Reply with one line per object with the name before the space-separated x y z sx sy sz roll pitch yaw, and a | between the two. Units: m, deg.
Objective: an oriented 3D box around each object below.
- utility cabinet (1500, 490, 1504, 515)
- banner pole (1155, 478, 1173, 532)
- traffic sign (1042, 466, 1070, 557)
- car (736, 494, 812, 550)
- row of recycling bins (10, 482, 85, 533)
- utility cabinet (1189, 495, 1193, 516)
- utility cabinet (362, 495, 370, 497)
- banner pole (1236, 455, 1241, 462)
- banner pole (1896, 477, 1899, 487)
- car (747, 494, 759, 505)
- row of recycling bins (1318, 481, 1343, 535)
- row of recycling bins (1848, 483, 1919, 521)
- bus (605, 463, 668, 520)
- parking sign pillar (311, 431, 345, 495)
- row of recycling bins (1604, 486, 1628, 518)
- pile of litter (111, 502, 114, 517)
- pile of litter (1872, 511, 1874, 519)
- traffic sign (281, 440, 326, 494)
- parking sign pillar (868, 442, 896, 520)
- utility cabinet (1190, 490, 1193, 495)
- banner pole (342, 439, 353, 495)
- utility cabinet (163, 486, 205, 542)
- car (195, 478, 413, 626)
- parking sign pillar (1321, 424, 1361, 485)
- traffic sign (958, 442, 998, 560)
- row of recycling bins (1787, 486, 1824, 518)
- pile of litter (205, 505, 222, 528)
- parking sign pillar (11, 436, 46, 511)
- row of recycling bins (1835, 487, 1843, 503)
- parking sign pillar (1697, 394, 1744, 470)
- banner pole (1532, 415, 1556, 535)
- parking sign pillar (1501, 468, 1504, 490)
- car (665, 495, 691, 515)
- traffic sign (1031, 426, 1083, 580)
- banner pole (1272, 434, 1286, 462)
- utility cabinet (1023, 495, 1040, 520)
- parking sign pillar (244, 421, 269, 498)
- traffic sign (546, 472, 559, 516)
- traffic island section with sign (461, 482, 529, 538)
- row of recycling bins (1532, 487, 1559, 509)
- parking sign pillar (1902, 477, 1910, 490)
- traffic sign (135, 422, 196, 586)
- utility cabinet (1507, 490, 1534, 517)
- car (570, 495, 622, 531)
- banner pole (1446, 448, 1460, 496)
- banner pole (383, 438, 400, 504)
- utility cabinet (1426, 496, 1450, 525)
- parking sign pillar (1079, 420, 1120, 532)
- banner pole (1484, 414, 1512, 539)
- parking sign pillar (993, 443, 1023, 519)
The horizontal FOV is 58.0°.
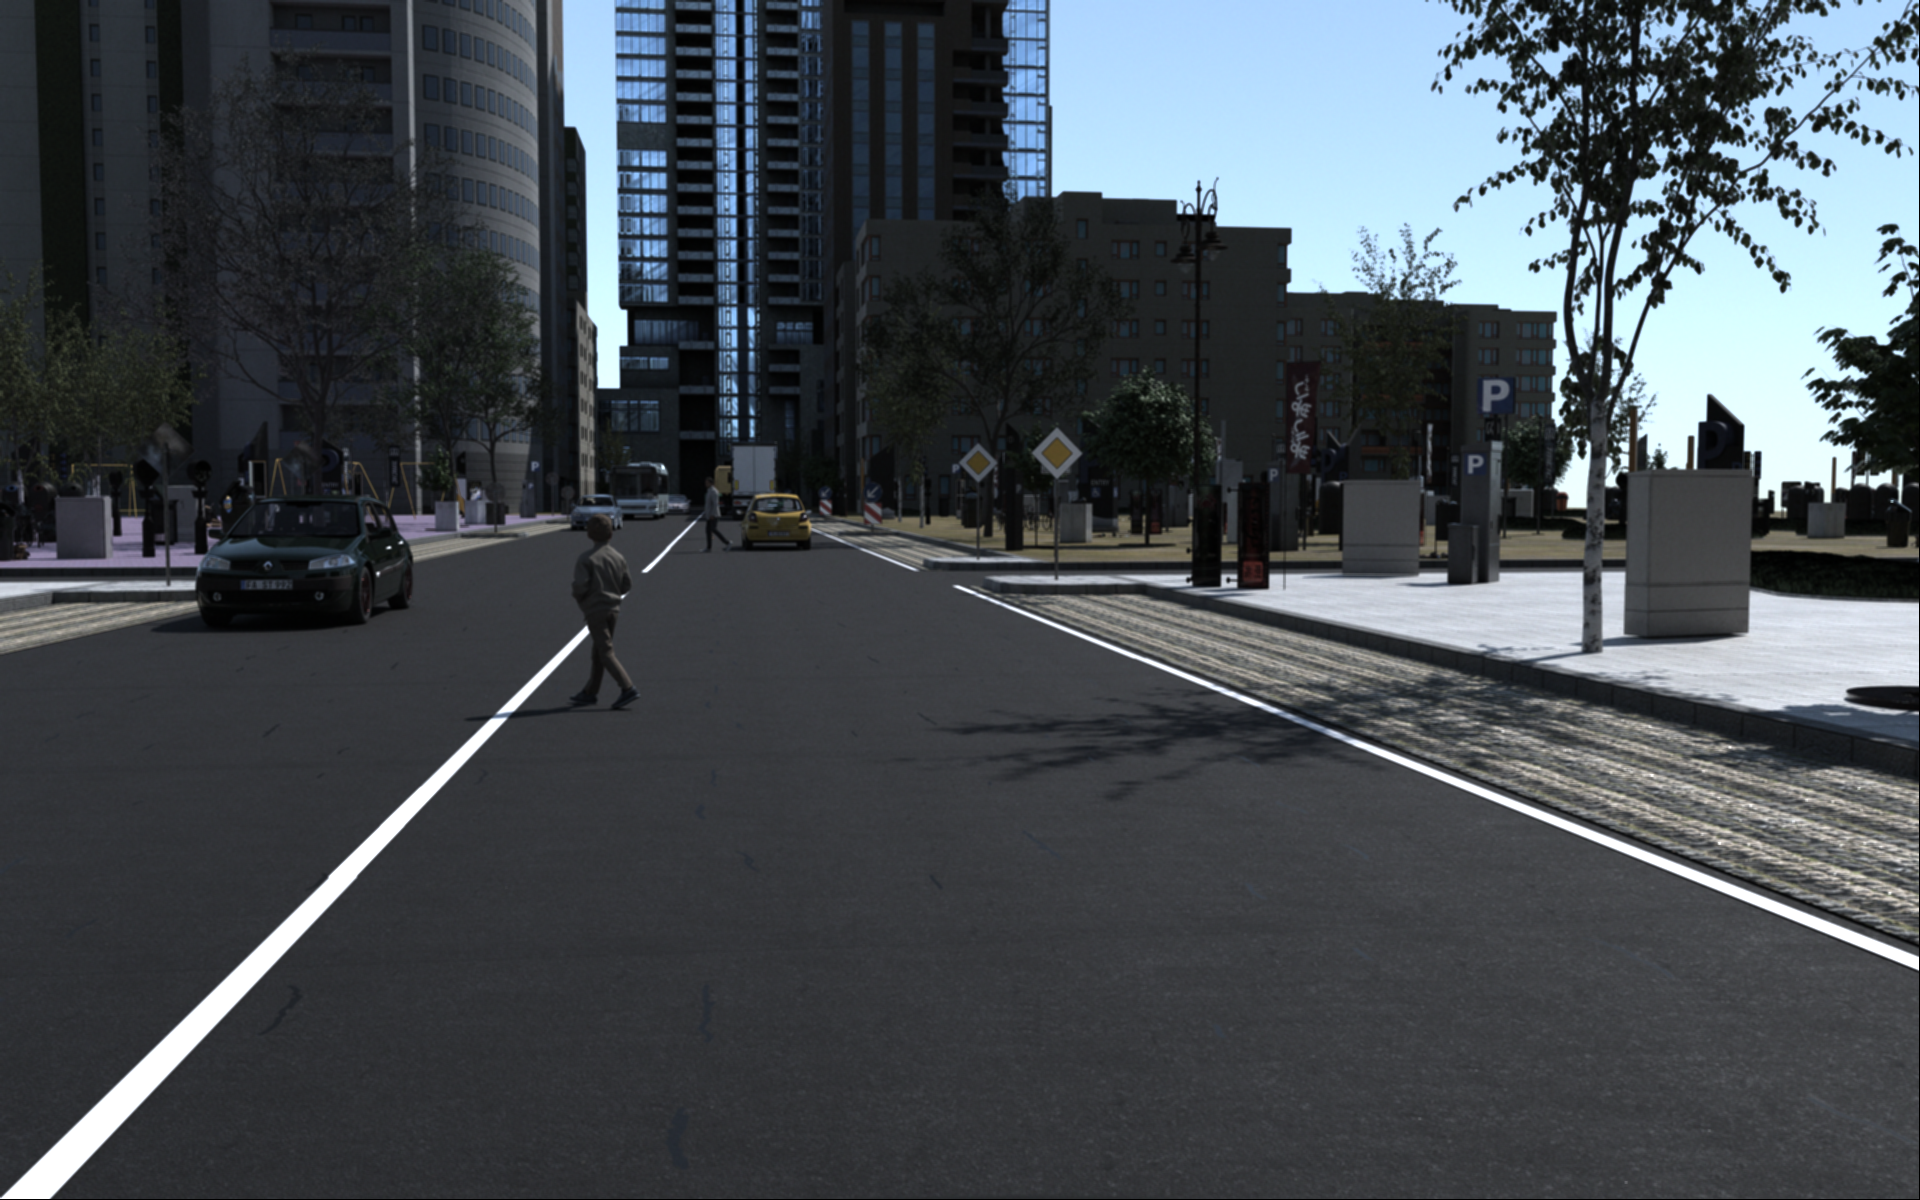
utility cabinet | 27.003 -4.816 87.421 1.173 1.500 0.318 -1 4 -23
banner pole | 6.877 -4.204 58.749 0.401 3.779 0.863 -2 4 -35
traffic sign | 1.960 -2.040 35.479 0.606 2.300 0.079 0 4 -4
car | -4.871 -2.165 45.618 2.015 1.641 3.980 -1 4 -9
row of recycling bins | -31.206 -3.113 58.012 3.534 1.692 1.069 -1 4 -13
utility cabinet | 13.258 -5.405 99.531 0.306 1.237 1.020 3 4 37
utility cabinet | -35.961 -5.689 104.177 1.020 1.237 0.306 2 4 26
banner pole | 17.709 -7.343 110.080 0.401 3.779 0.863 -1 4 -15
banner pole | 40.130 -5.145 74.135 0.401 3.779 0.863 3 4 36
car | -8.802 -4.184 80.201 2.131 1.459 4.920 0 4 -7
row of recycling bins | 12.451 -3.015 56.404 1.069 1.692 3.534 2 4 24
row of recycling bins | 35.010 -3.506 64.434 3.534 1.692 1.069 3 4 37
bus | -18.380 -6.404 99.563 2.948 3.499 13.247 0 4 -7
parking sign pillar | -27.024 -5.232 74.014 1.447 3.967 1.447 0 4 -3
row of recycling bins | 34.449 -5.153 91.366 1.069 1.692 3.534 -1 4 -13
pile of litter | -46.984 -4.966 95.166 1.176 0.858 1.719 1 4 13
pile of litter | 45.953 -4.500 87.548 1.176 0.858 1.719 0 4 -7
traffic sign | -12.130 -1.736 32.021 0.795 2.450 0.064 0 4 -8
parking sign pillar | -3.990 -6.079 87.856 1.447 3.967 1.447 -1 4 -21
utility cabinet | 13.257 -5.715 102.112 1.173 1.500 0.318 3 5 42
banner pole | -27.936 -5.450 79.127 0.401 3.779 0.863 1 4 20
utility cabinet | -20.480 -2.265 45.712 1.173 1.500 0.318 2 4 26
car | -7.552 -0.637 20.197 2.009 1.686 4.222 0 4 -8
parking sign pillar | 14.815 -4.734 65.880 1.447 3.967 1.447 2 4 33
traffic sign | 0.351 -1.839 33.707 0.795 2.450 0.064 0 4 -8
row of recycling bins | 41.264 -4.727 84.395 1.069 1.692 3.534 3 5 42
pile of litter | -28.919 -3.218 66.576 1.719 0.858 1.176 -1 4 -18
parking sign pillar | -41.450 -5.420 77.083 1.447 3.967 1.447 0 4 2
row of recycling bins | 56.025 -6.143 107.553 3.534 1.692 1.069 0 4 1
parking sign pillar | 20.175 -3.518 45.987 1.447 3.967 1.447 -1 4 -16
banner pole | 18.424 -3.946 54.539 0.401 3.779 0.863 -2 4 -29
parking sign pillar | 30.223 -6.723 98.386 1.447 3.967 1.447 2 4 35
car | -19.791 -6.636 120.866 2.083 1.381 4.827 0 4 -8
traffic sign | 1.437 -1.355 25.796 0.795 2.450 0.064 0 4 -8
banner pole | 13.240 -5.028 72.227 0.863 3.779 0.401 3 5 42
utility cabinet | 3.408 -4.537 85.345 1.020 1.237 0.306 0 4 -1
parking sign pillar | -25.848 -4.597 63.627 1.447 3.967 1.447 0 4 -1
traffic sign | -23.677 -6.149 100.648 0.768 2.556 0.104 0 4 -7
traffic island section with sign | -15.246 -2.951 56.883 1.989 1.847 2.006 0 4 -8
row of recycling bins | 35.531 -6.015 105.454 1.069 1.692 3.534 0 4 2
parking sign pillar | 52.810 -6.575 95.974 1.447 3.967 1.447 0 4 -2
traffic sign | -11.043 -1.252 24.110 0.795 2.450 0.064 0 4 -8
utility cabinet | 27.501 -4.669 85.015 1.173 1.500 0.318 2 4 33
car | -14.567 -3.517 69.507 2.014 1.417 4.499 0 4 -7
banner pole | 26.509 -6.322 93.374 0.863 3.779 0.401 2 4 29
banner pole | -25.578 -5.374 77.874 0.863 3.779 0.401 -2 4 -24
utility cabinet | 19.807 -3.707 71.774 0.306 1.237 1.020 -2 4 -35
parking sign pillar | 4.683 -4.288 58.577 1.447 3.967 1.447 2 4 31
banner pole | 15.524 -3.670 50.014 0.863 3.779 0.401 0 4 2
parking sign pillar | 2.543 -6.118 88.508 1.447 3.967 1.447 -1 4 -17
